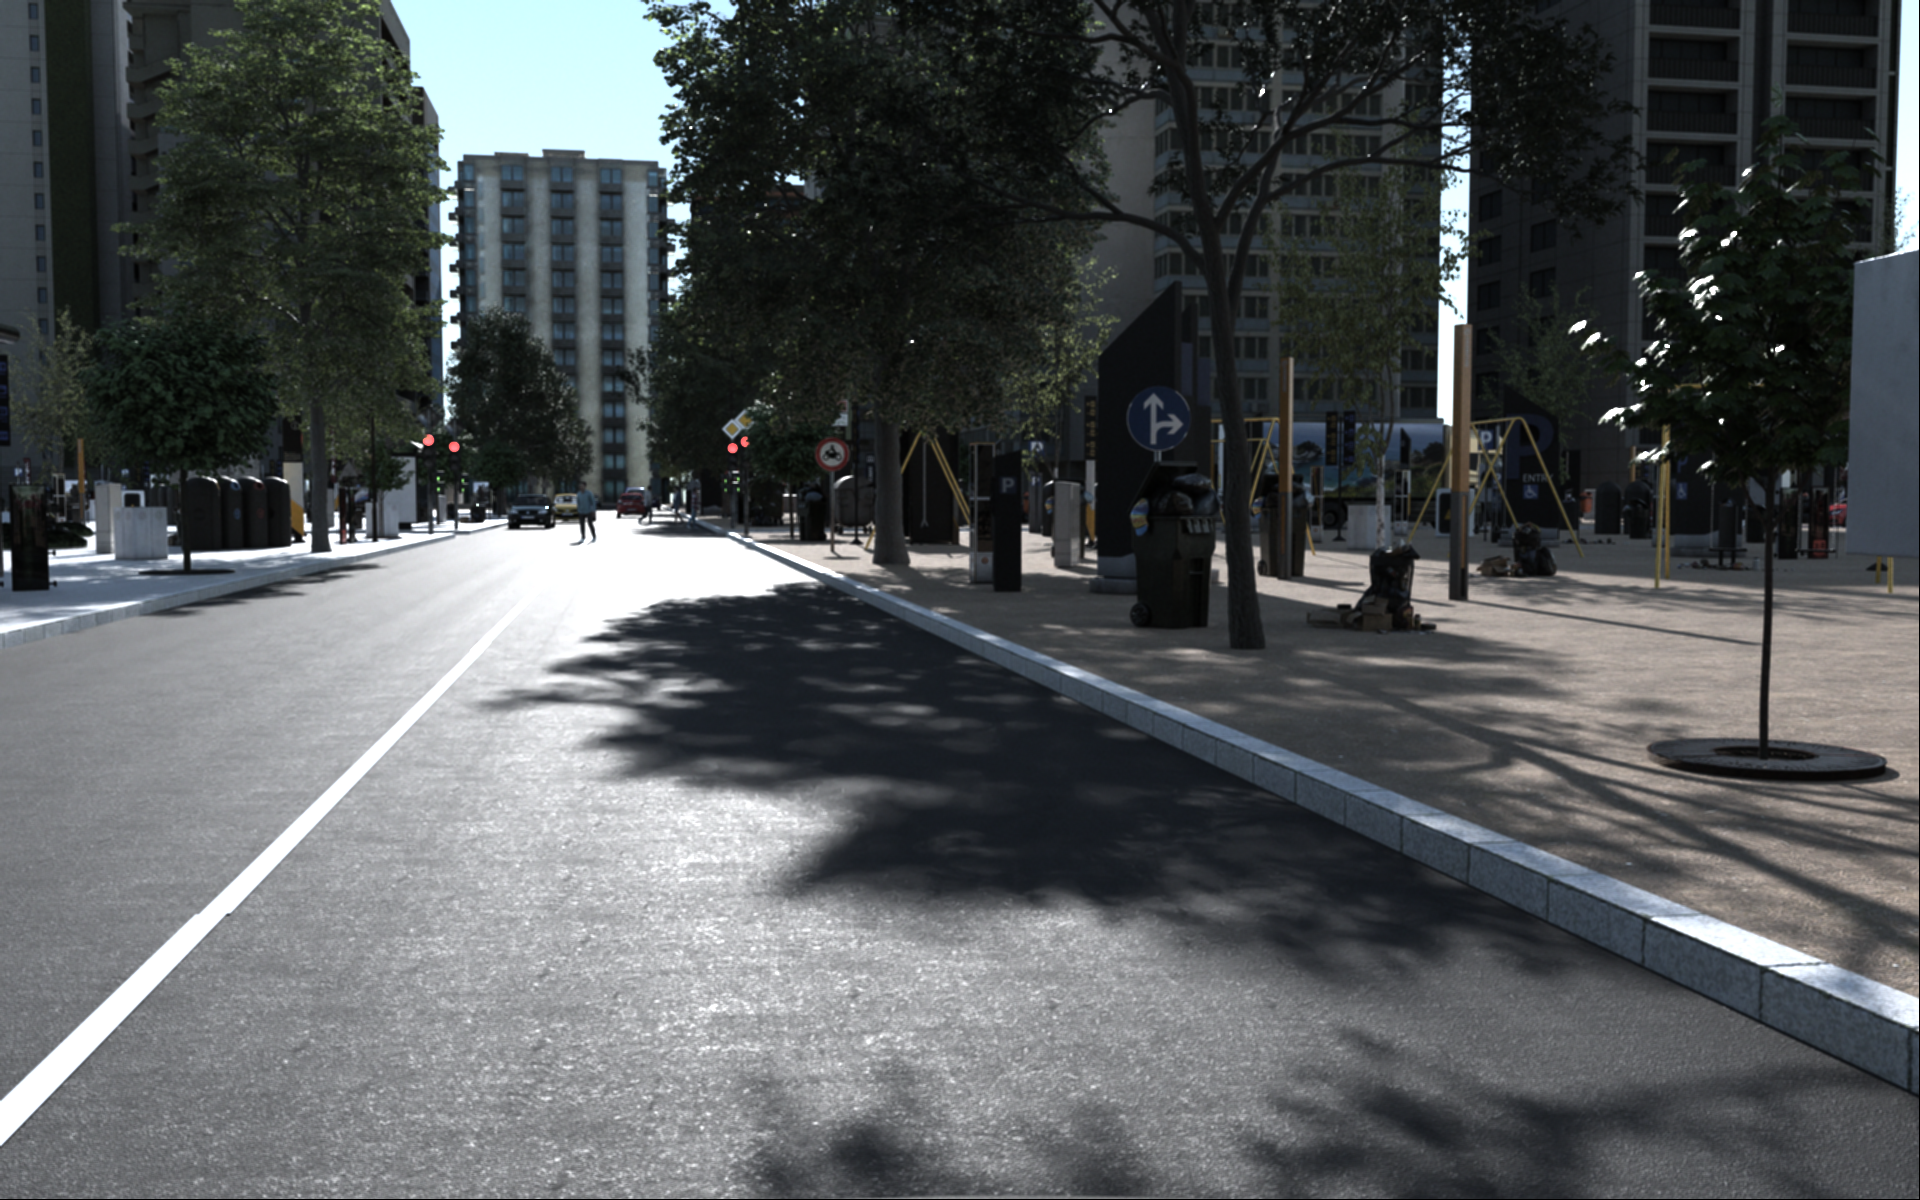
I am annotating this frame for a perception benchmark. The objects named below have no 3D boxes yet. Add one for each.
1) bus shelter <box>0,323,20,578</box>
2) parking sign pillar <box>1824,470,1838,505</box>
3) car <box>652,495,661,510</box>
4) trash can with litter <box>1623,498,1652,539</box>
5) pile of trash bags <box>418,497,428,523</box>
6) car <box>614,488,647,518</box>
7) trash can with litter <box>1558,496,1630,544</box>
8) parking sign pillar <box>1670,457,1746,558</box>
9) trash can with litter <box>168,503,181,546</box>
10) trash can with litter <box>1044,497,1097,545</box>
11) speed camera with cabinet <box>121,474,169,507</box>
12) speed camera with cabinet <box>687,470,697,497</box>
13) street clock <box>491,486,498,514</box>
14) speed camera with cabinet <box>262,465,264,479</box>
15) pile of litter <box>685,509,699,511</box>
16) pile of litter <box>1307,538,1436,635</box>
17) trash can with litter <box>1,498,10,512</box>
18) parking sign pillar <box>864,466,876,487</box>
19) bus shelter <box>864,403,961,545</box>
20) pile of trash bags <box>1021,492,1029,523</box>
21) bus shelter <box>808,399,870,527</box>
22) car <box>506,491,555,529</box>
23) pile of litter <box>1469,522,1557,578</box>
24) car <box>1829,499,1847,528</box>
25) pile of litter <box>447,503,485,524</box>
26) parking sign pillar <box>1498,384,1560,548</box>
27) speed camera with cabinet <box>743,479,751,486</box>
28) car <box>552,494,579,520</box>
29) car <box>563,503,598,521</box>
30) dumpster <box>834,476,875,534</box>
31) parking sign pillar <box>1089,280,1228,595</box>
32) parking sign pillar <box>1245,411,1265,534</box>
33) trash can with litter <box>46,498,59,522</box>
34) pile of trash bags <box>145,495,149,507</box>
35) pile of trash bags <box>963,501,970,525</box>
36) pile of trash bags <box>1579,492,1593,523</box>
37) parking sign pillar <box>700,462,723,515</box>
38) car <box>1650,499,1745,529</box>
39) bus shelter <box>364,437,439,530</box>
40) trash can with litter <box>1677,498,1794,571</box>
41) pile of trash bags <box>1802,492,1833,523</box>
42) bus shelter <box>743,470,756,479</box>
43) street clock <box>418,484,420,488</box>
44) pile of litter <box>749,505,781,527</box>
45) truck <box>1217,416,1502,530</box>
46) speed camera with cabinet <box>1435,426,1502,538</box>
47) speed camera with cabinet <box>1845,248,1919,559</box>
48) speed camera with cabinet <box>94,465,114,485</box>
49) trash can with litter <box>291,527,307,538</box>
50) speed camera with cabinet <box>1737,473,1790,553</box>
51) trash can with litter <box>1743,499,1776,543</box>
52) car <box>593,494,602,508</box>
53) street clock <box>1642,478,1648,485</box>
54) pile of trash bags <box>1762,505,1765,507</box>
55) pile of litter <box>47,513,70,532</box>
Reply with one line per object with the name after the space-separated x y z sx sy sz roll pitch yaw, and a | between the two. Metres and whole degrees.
-11.967 -2.414 17.102 2.179 5.291 8.768 -1 4 -11 | bus shelter
40.908 -5.684 81.400 1.447 3.967 1.447 1 4 20 | parking sign pillar
-27.377 -8.599 153.166 1.945 1.354 3.894 -1 4 -11 | car
19.583 -2.338 49.615 1.055 1.170 0.624 -1 4 -21 | trash can with litter
-24.690 -4.129 77.267 1.912 1.369 3.447 -1 4 -15 | pile of trash bags
-19.962 -5.887 105.284 2.155 1.783 4.494 -1 4 -11 | car
16.155 -2.071 44.911 2.233 1.210 1.678 2 4 33 | trash can with litter
15.332 -2.870 35.393 1.447 3.967 1.447 -1 4 -13 | parking sign pillar
-19.197 -1.909 42.600 1.055 1.170 0.624 2 4 33 | trash can with litter
3.128 -1.991 43.617 2.233 1.210 1.678 -1 4 -13 | trash can with litter
-36.119 -5.033 76.631 2.038 3.252 0.660 -3 5 -40 | speed camera with cabinet
-17.697 -7.614 118.820 2.038 3.252 0.660 -1 4 -10 | speed camera with cabinet
-30.638 -6.693 113.993 0.358 2.002 0.471 2 4 30 | street clock
-47.668 -7.529 117.434 0.660 3.252 2.038 -3 5 -40 | speed camera with cabinet
-20.438 -7.265 132.753 1.176 0.858 1.719 -1 4 -20 | pile of litter
3.941 -0.164 16.644 1.176 0.858 1.719 0 4 3 | pile of litter
-69.239 -6.977 125.459 1.055 1.170 0.624 -2 4 -35 | trash can with litter
-6.361 -8.256 123.464 1.447 3.967 1.447 -2 4 -30 | parking sign pillar
-1.331 -3.390 46.717 1.731 3.624 6.357 -1 4 -11 | bus shelter
2.685 -4.050 75.963 1.912 1.369 3.447 -1 4 -10 | pile of trash bags
-5.306 -5.697 70.777 2.179 5.291 8.768 -1 4 -11 | bus shelter
-17.968 -3.847 72.683 2.009 1.686 4.222 -1 4 -9 | car
8.654 -0.809 27.187 1.719 0.858 1.176 -2 4 -24 | pile of litter
35.839 -3.628 68.364 4.494 1.783 2.155 -1 4 -9 | car
-21.558 -3.800 76.097 1.176 0.858 1.719 2 4 23 | pile of litter
13.838 -3.275 42.018 1.447 3.967 1.447 1 4 14 | parking sign pillar
-12.582 -6.981 108.475 2.038 3.252 0.660 1 4 10 | speed camera with cabinet
-19.488 -4.635 86.006 2.015 1.641 3.980 -1 4 -12 | car
-20.372 -4.904 92.758 1.945 1.354 3.894 -1 4 -12 | car
-3.452 -3.083 56.172 1.264 1.857 1.865 -1 4 -11 | dumpster
2.412 -2.084 22.552 1.447 3.967 1.447 -3 5 -43 | parking sign pillar
9.305 -4.178 56.788 1.447 3.967 1.447 2 4 24 | parking sign pillar
-32.251 -3.083 61.789 0.624 1.170 1.055 3 4 39 | trash can with litter
-54.110 -6.422 114.758 3.447 1.369 1.912 0 4 -5 | pile of trash bags
-1.339 -3.805 71.957 3.447 1.369 1.912 0 4 -6 | pile of trash bags
26.560 -4.075 76.373 3.447 1.369 1.912 -2 4 -27 | pile of trash bags
-15.483 -7.308 107.965 1.447 3.967 1.447 1 4 9 | parking sign pillar
28.697 -3.548 67.045 4.494 1.783 2.155 -1 4 -12 | car
-20.729 -4.321 64.568 2.014 3.302 5.546 -1 4 -11 | bus shelter
13.206 -1.154 29.922 1.678 1.210 2.233 0 4 1 | trash can with litter
37.818 -4.067 76.246 1.912 1.369 3.447 0 4 -4 | pile of trash bags
-13.774 -8.547 117.376 2.179 5.291 8.768 -1 4 -11 | bus shelter
-27.288 -5.024 86.716 0.471 2.002 0.358 2 4 33 | street clock
-7.871 -3.341 68.596 1.719 0.858 1.176 2 4 35 | pile of litter
15.302 -4.613 64.332 11.283 4.237 2.839 -1 4 -11 | truck
14.937 -3.437 50.533 0.660 3.252 2.038 -3 5 -45 | speed camera with cabinet
4.369 -0.733 6.321 2.038 3.252 0.660 0 4 -5 | speed camera with cabinet
-64.105 -8.235 128.971 2.038 3.252 0.660 -1 4 -23 | speed camera with cabinet
-20.160 -2.495 51.846 1.678 1.210 2.233 -1 4 -14 | trash can with litter
17.006 -2.665 37.902 2.038 3.252 0.660 3 5 43 | speed camera with cabinet
21.138 -2.091 45.567 1.055 1.170 0.624 0 4 3 | trash can with litter
-39.035 -10.517 183.755 2.131 1.459 4.920 -1 4 -10 | car
31.171 -4.545 78.876 0.358 2.002 0.471 2 4 29 | street clock
34.566 -4.093 76.678 1.912 1.369 3.447 3 5 40 | pile of trash bags
-23.316 -1.840 44.041 1.719 0.858 1.176 -2 4 -25 | pile of litter
